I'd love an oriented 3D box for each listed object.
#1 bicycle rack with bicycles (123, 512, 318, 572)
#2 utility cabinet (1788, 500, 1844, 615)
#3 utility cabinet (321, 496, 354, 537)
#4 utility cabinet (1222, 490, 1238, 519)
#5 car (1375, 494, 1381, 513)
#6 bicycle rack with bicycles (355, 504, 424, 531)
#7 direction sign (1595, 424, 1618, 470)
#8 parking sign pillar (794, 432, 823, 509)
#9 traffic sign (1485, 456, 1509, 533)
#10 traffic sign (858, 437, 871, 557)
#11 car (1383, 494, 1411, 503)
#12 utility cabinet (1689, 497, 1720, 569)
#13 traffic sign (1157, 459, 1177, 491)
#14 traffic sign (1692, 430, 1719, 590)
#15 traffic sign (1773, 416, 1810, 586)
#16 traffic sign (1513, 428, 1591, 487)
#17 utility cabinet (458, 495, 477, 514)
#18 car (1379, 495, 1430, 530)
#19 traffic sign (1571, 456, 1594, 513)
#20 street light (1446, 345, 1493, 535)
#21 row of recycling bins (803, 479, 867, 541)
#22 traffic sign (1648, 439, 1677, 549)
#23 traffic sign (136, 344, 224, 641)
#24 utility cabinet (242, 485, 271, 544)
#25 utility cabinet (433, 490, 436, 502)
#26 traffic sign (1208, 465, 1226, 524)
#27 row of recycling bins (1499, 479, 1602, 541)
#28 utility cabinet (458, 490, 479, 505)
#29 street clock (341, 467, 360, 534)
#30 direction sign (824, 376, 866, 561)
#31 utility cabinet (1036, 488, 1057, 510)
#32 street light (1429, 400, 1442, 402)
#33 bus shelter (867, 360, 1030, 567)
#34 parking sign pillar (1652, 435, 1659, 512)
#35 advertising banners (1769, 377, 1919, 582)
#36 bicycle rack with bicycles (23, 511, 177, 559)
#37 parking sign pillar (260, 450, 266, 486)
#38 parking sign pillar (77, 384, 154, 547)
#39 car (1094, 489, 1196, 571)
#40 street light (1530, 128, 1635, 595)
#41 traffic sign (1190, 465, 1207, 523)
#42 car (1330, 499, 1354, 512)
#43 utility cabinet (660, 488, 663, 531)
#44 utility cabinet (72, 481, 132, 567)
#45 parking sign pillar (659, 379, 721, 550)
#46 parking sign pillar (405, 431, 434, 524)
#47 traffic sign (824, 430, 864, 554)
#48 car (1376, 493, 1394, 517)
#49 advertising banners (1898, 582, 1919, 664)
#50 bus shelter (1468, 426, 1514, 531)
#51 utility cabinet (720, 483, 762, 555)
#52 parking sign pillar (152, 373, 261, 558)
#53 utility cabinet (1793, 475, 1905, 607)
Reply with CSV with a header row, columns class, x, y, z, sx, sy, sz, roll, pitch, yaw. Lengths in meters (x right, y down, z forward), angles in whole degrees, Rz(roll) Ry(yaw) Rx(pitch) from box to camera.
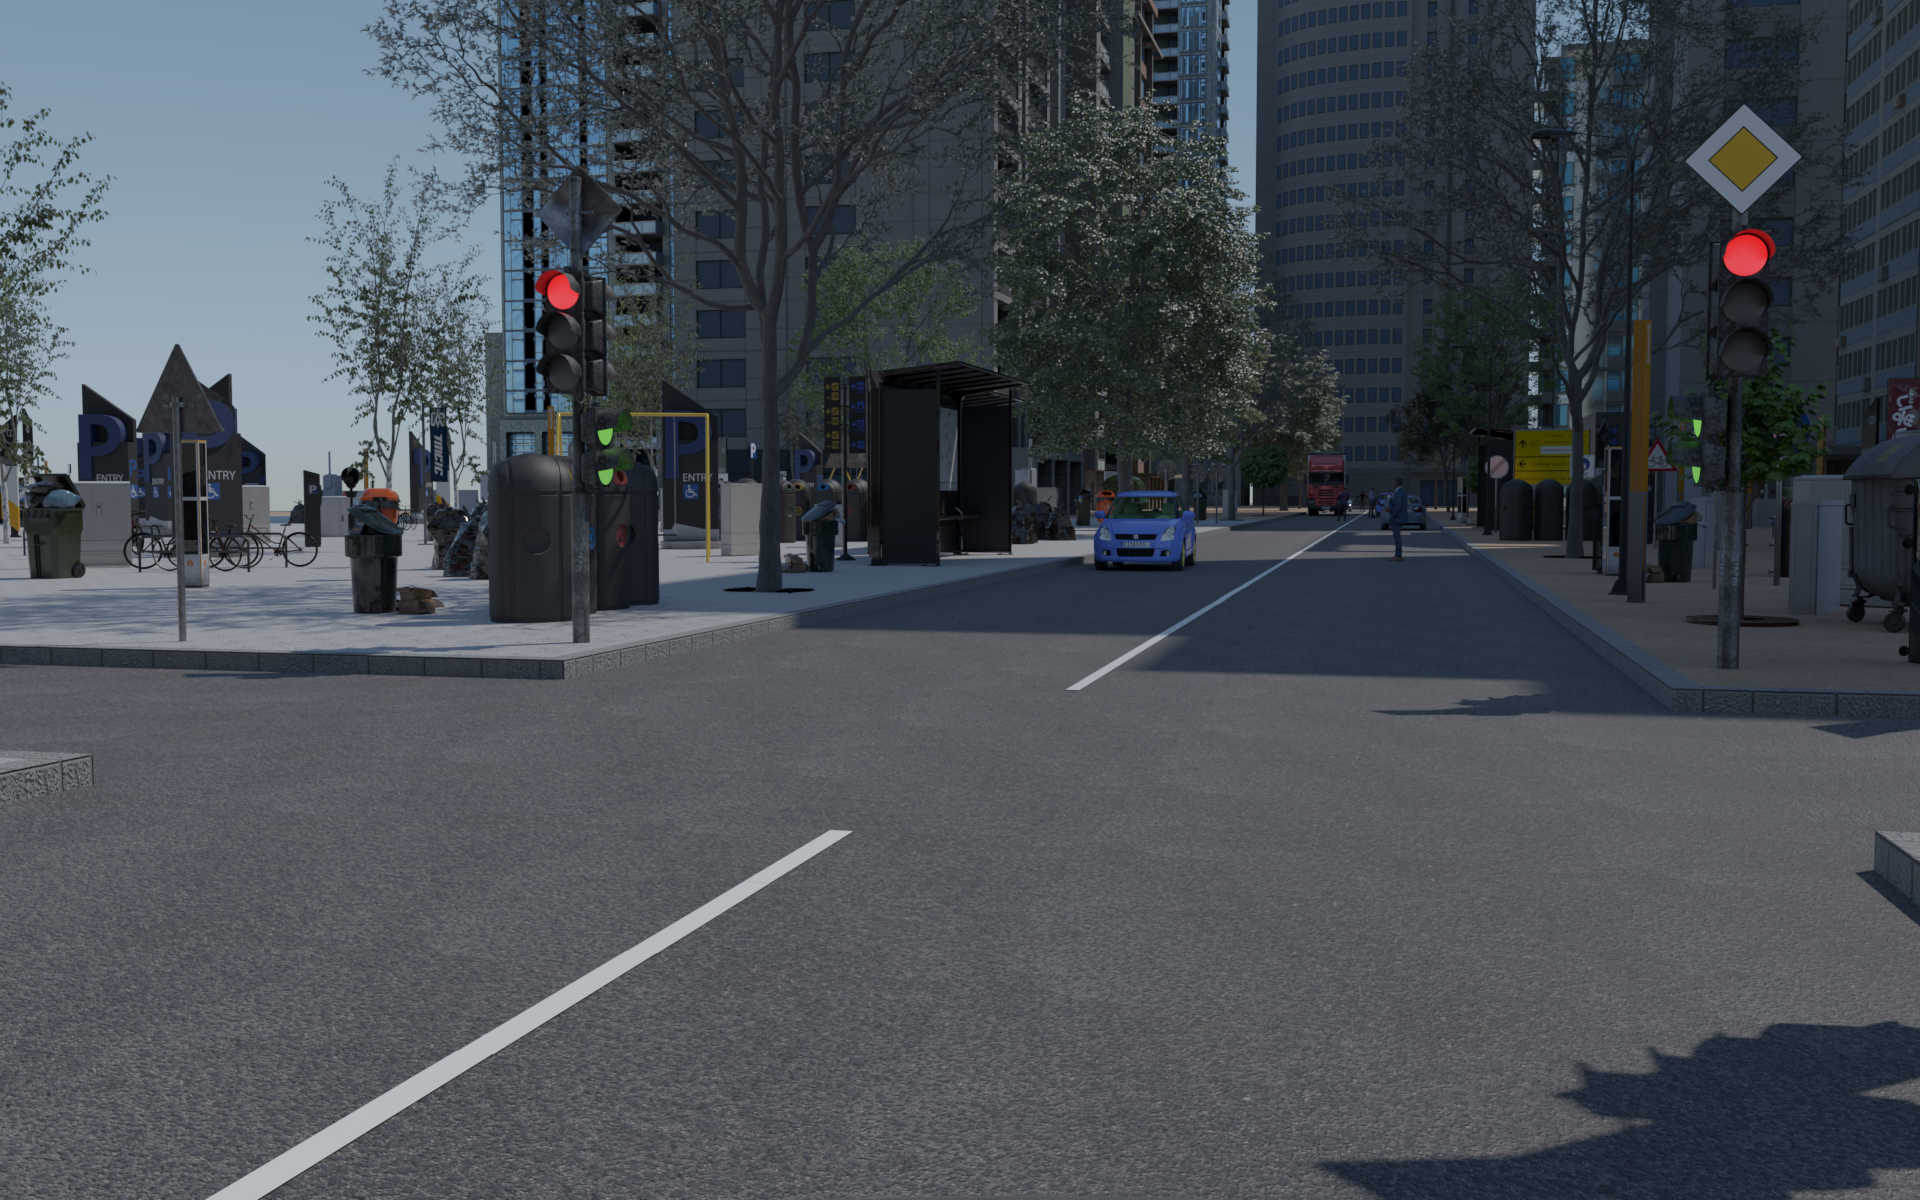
class,x,y,z,sx,sy,sz,roll,pitch,yaw
bicycle rack with bicycles,-12.741,-0.977,29.360,2.925,0.926,2.852,0,4,-1
utility cabinet,9.254,-0.464,18.742,0.306,1.237,1.020,3,5,40
utility cabinet,-18.600,-2.472,51.584,1.020,1.237,0.306,-1,4,-21
utility cabinet,13.604,-4.809,87.309,0.318,1.500,1.173,2,4,33
car,32.616,-7.491,132.263,2.009,1.686,4.222,1,4,15
bicycle rack with bicycles,-20.228,-2.958,61.737,2.925,0.926,2.852,3,5,44
direction sign,20.878,-3.914,55.985,0.379,3.537,0.876,-2,4,-29
parking sign pillar,-6.557,-5.295,75.045,1.447,3.967,1.447,3,4,37
traffic sign,17.785,-3.506,57.423,0.768,2.556,0.104,1,4,22
traffic sign,-1.821,-2.147,35.114,0.884,2.594,0.081,2,4,24
car,26.131,-5.651,102.616,2.015,1.641,3.980,1,4,13
utility cabinet,12.815,-1.147,29.912,0.306,1.237,1.020,2,4,33
traffic sign,7.582,-3.890,63.708,0.768,2.556,0.104,2,4,24
traffic sign,10.137,-1.348,23.218,0.795,2.450,0.064,1,4,20
traffic sign,11.452,-1.474,24.213,0.768,2.556,0.104,1,4,23
traffic sign,18.474,-3.685,54.123,2.265,3.308,0.079,1,4,21
utility cabinet,-23.527,-4.358,82.422,1.020,1.237,0.306,-1,4,-9
car,17.968,-3.550,70.050,2.014,1.417,4.499,1,4,15
traffic sign,16.256,-2.639,45.277,0.606,2.300,0.079,1,4,16
street light,15.917,-4.978,53.934,1.470,5.913,1.316,1,4,14
row of recycling bins,-3.245,-2.463,47.391,3.534,1.692,1.069,1,4,20
traffic sign,16.352,-2.488,40.676,0.884,2.594,0.081,1,4,16
traffic sign,-6.774,-0.918,15.018,0.884,2.594,0.081,1,4,16
utility cabinet,-18.165,-2.163,44.045,0.318,1.500,1.173,3,5,40
utility cabinet,-25.388,-4.593,83.782,1.173,1.500,0.318,-3,5,-44
traffic sign,11.174,-4.604,75.377,0.768,2.556,0.104,1,4,17
row of recycling bins,16.709,-2.489,47.809,3.534,1.692,1.069,0,4,-3
utility cabinet,-25.438,-4.932,89.309,1.173,1.500,0.318,-1,4,-15
street clock,-16.241,-2.548,46.233,0.471,2.002,0.358,0,4,-7
direction sign,-2.211,-2.533,33.412,0.876,3.537,0.379,1,4,21
utility cabinet,2.681,-3.081,59.057,1.173,1.500,0.318,-1,4,-12
street light,23.848,-6.912,85.549,1.470,5.913,1.316,1,4,14
bus shelter,-0.119,-2.594,33.699,1.731,3.624,6.357,1,4,14
parking sign pillar,31.396,-5.566,79.470,1.447,3.967,1.447,-1,4,-23
advertising banners,13.462,-1.842,26.298,2.074,3.025,0.090,1,4,20
bicycle rack with bicycles,-18.332,-1.439,36.906,2.852,0.926,2.925,0,4,7
parking sign pillar,-32.145,-5.506,78.496,1.447,3.967,1.447,1,4,11
parking sign pillar,-20.789,-3.289,42.246,1.447,3.967,1.447,0,4,5
car,3.621,-1.469,33.606,1.945,1.707,3.694,1,4,12
street light,7.933,-3.028,22.057,1.470,5.913,1.316,1,4,14
traffic sign,10.481,-4.662,76.327,0.768,2.556,0.104,1,4,17
car,30.986,-7.881,140.854,2.014,1.417,4.499,1,4,13
utility cabinet,-9.930,-3.086,59.134,0.318,1.500,1.173,0,4,8
utility cabinet,-15.042,-1.308,30.068,1.173,1.500,0.318,-2,4,-25
parking sign pillar,-6.322,-3.191,40.644,1.447,3.967,1.447,0,4,-7
parking sign pillar,-23.218,-5.272,74.667,1.447,3.967,1.447,1,4,11
traffic sign,-2.356,-2.142,35.029,0.884,2.594,0.081,1,4,21
car,27.365,-6.162,110.334,1.945,1.707,3.694,1,4,13
advertising banners,7.293,-0.978,12.170,0.090,3.025,2.074,0,4,-3
bus shelter,19.455,-4.382,62.921,1.731,3.624,6.357,1,4,14
utility cabinet,-4.474,-1.679,36.124,0.318,1.500,1.173,3,4,38
parking sign pillar,-15.431,-2.873,35.453,1.447,3.967,1.447,3,5,44
utility cabinet,10.181,-0.683,19.840,0.318,1.500,1.173,-3,5,-42
